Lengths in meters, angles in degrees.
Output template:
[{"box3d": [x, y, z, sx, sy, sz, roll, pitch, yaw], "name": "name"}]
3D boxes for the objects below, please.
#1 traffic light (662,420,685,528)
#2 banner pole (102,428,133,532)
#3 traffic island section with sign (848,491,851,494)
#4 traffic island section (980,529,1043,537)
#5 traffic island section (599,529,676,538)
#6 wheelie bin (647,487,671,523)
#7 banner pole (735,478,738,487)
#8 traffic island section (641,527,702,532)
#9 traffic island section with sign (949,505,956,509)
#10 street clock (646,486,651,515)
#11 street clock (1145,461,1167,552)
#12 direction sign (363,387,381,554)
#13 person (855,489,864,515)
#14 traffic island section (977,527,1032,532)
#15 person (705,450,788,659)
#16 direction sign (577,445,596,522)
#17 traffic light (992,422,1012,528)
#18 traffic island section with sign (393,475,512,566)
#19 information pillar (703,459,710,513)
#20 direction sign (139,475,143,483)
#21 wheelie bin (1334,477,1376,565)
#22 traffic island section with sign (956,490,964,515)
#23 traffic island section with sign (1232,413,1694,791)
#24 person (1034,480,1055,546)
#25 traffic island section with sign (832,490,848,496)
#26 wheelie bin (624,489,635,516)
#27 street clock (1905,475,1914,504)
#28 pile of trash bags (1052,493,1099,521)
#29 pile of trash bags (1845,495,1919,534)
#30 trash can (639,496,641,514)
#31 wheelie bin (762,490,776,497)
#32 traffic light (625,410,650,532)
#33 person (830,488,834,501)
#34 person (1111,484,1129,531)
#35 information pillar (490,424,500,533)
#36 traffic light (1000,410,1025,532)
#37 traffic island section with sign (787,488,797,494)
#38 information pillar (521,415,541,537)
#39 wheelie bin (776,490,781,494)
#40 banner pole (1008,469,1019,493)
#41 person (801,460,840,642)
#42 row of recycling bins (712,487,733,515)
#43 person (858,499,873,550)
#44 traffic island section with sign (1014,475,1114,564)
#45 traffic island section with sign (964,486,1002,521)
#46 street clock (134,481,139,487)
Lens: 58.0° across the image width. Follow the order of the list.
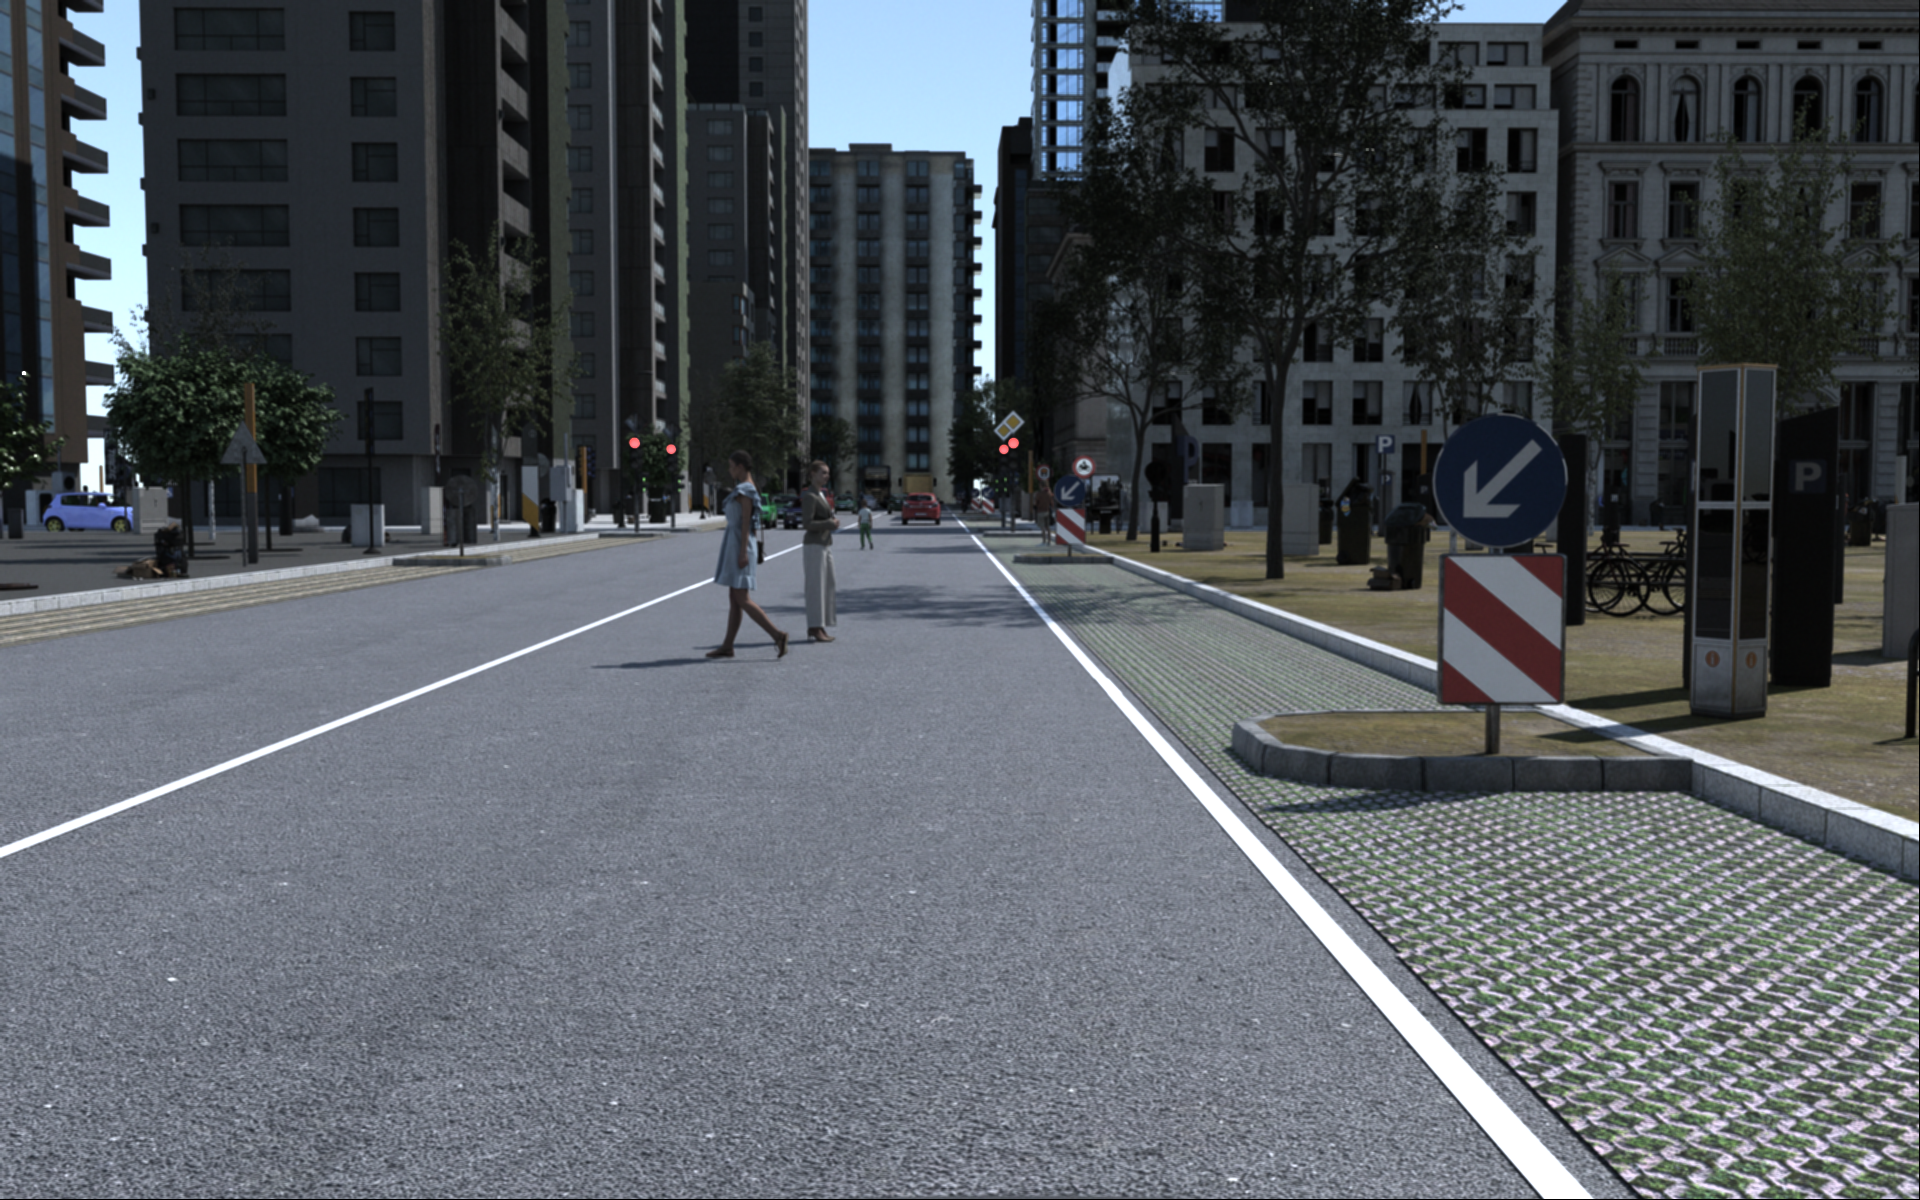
[{"box3d": [-10.914, -4.706, 65.872, 0.839, 4.253, 0.868, 0, 4, -1], "name": "traffic light"}, {"box3d": [-28.243, -4.161, 58.052, 0.863, 3.779, 0.401, 0, 4, -7], "name": "banner pole"}, {"box3d": [-12.536, -11.446, 195.772, 1.989, 1.847, 2.006, 0, 4, -1], "name": "traffic island section with sign"}, {"box3d": [1.803, -2.197, 58.201, 2.009, 0.180, 2.903, 0, 4, -1], "name": "traffic island section"}, {"box3d": [-10.837, -2.186, 58.021, 2.009, 0.180, 2.903, 0, 4, -1], "name": "traffic island section"}, {"box3d": [-13.275, -4.167, 76.041, 0.980, 1.594, 0.693, 1, 4, 11], "name": "wheelie bin"}, {"box3d": [-14.008, -7.247, 108.506, 0.401, 3.779, 0.863, 0, 4, 5], "name": "banner pole"}, {"box3d": [-10.954, -2.674, 66.006, 2.009, 0.180, 2.903, 0, 4, -1], "name": "traffic island section"}, {"box3d": [0.196, -9.769, 168.345, 1.989, 1.847, 2.006, 0, 4, -1], "name": "traffic island section with sign"}, {"box3d": [-18.770, -6.117, 104.582, 0.358, 2.002, 0.471, -1, 4, -10], "name": "street clock"}, {"box3d": [4.307, -2.054, 38.161, 0.471, 2.002, 0.358, 0, 4, 2], "name": "street clock"}, {"box3d": [-12.646, -2.761, 37.146, 0.379, 3.537, 0.876, -2, 4, -28], "name": "direction sign"}, {"box3d": [-6.814, -6.709, 118.376, 0.419, 1.800, 0.721, -3, 5, -40], "name": "person"}, {"box3d": [1.686, -2.685, 66.185, 2.009, 0.180, 2.903, 0, 4, -1], "name": "traffic island section"}, {"box3d": [-1.845, -0.397, 15.084, 0.778, 1.811, 0.616, 1, 4, 15], "name": "person"}, {"box3d": [-17.241, -5.355, 79.547, 0.379, 3.537, 0.876, 2, 4, 32], "name": "direction sign"}, {"box3d": [1.646, -4.719, 66.071, 0.839, 4.253, 0.868, 0, 4, -1], "name": "traffic light"}, {"box3d": [-10.180, -1.615, 35.027, 1.989, 1.847, 2.006, 0, 4, -1], "name": "traffic island section with sign"}, {"box3d": [-17.100, -7.679, 116.904, 0.504, 3.616, 0.183, 1, 4, 8], "name": "information pillar"}, {"box3d": [-55.989, -7.769, 119.018, 0.876, 3.537, 0.379, 1, 4, 15], "name": "direction sign"}, {"box3d": [7.222, -1.450, 31.624, 0.693, 1.594, 0.980, 1, 4, 19], "name": "wheelie bin"}, {"box3d": [0.929, -6.688, 117.974, 1.989, 1.847, 2.006, 0, 4, -1], "name": "traffic island section with sign"}, {"box3d": [2.523, -0.038, 9.243, 1.989, 1.847, 2.006, 0, 4, -1], "name": "traffic island section with sign"}, {"box3d": [2.304, -2.369, 47.213, 0.573, 1.828, 0.580, 0, 4, 1], "name": "person"}, {"box3d": [-12.127, -9.739, 167.861, 1.989, 1.847, 2.006, 0, 4, -1], "name": "traffic island section with sign"}, {"box3d": [-19.521, -5.788, 102.549, 0.693, 1.594, 0.980, -1, 4, -17], "name": "wheelie bin"}, {"box3d": [36.686, -3.824, 67.095, 0.471, 2.002, 0.358, -1, 4, -22], "name": "street clock"}, {"box3d": [5.540, -4.388, 81.494, 3.447, 1.369, 1.912, 0, 4, 2], "name": "pile of trash bags"}, {"box3d": [29.337, -2.804, 55.598, 3.447, 1.369, 1.912, -1, 4, -18], "name": "pile of trash bags"}, {"box3d": [-19.759, -5.733, 105.384, 0.748, 1.137, 0.748, 0, 3, 0], "name": "trash can"}, {"box3d": [-13.912, -7.111, 124.174, 0.693, 1.594, 0.980, 1, 4, 21], "name": "wheelie bin"}, {"box3d": [-10.797, -4.218, 57.887, 0.839, 4.253, 0.868, 0, 4, -1], "name": "traffic light"}, {"box3d": [-8.791, -6.667, 117.633, 0.709, 1.813, 0.853, 2, 4, 26], "name": "person"}, {"box3d": [5.887, -3.386, 63.983, 0.709, 1.813, 0.853, 0, 4, -7], "name": "person"}, {"box3d": [-15.330, -4.020, 57.076, 0.183, 3.616, 0.504, 1, 4, 12], "name": "information pillar"}, {"box3d": [1.763, -4.230, 58.087, 0.839, 4.253, 0.868, 0, 4, -1], "name": "traffic light"}, {"box3d": [-11.380, -6.663, 117.564, 1.989, 1.847, 2.006, 0, 4, -1], "name": "traffic island section with sign"}, {"box3d": [-12.718, -3.664, 51.267, 0.504, 3.616, 0.183, -2, 4, -33], "name": "information pillar"}, {"box3d": [-14.248, -7.752, 134.650, 0.980, 1.594, 0.693, 0, 4, -5], "name": "wheelie bin"}, {"box3d": [2.898, -6.762, 100.575, 0.401, 3.779, 0.863, 2, 4, 25], "name": "banner pole"}, {"box3d": [-1.341, -0.474, 16.794, 0.362, 1.759, 0.519, 1, 4, 9], "name": "person"}, {"box3d": [-14.446, -6.038, 105.839, 1.069, 1.692, 3.534, -1, 4, -16], "name": "row of recycling bins"}, {"box3d": [-2.422, -1.941, 44.484, 0.306, 1.304, 0.590, -2, 4, -29], "name": "person"}, {"box3d": [2.137, -1.686, 36.195, 1.989, 1.847, 2.006, 0, 4, -1], "name": "traffic island section with sign"}, {"box3d": [1.341, -5.029, 90.857, 1.989, 1.847, 2.006, 0, 4, -1], "name": "traffic island section with sign"}, {"box3d": [-47.148, -5.785, 99.146, 0.358, 2.002, 0.471, -2, 4, -30], "name": "street clock"}]
